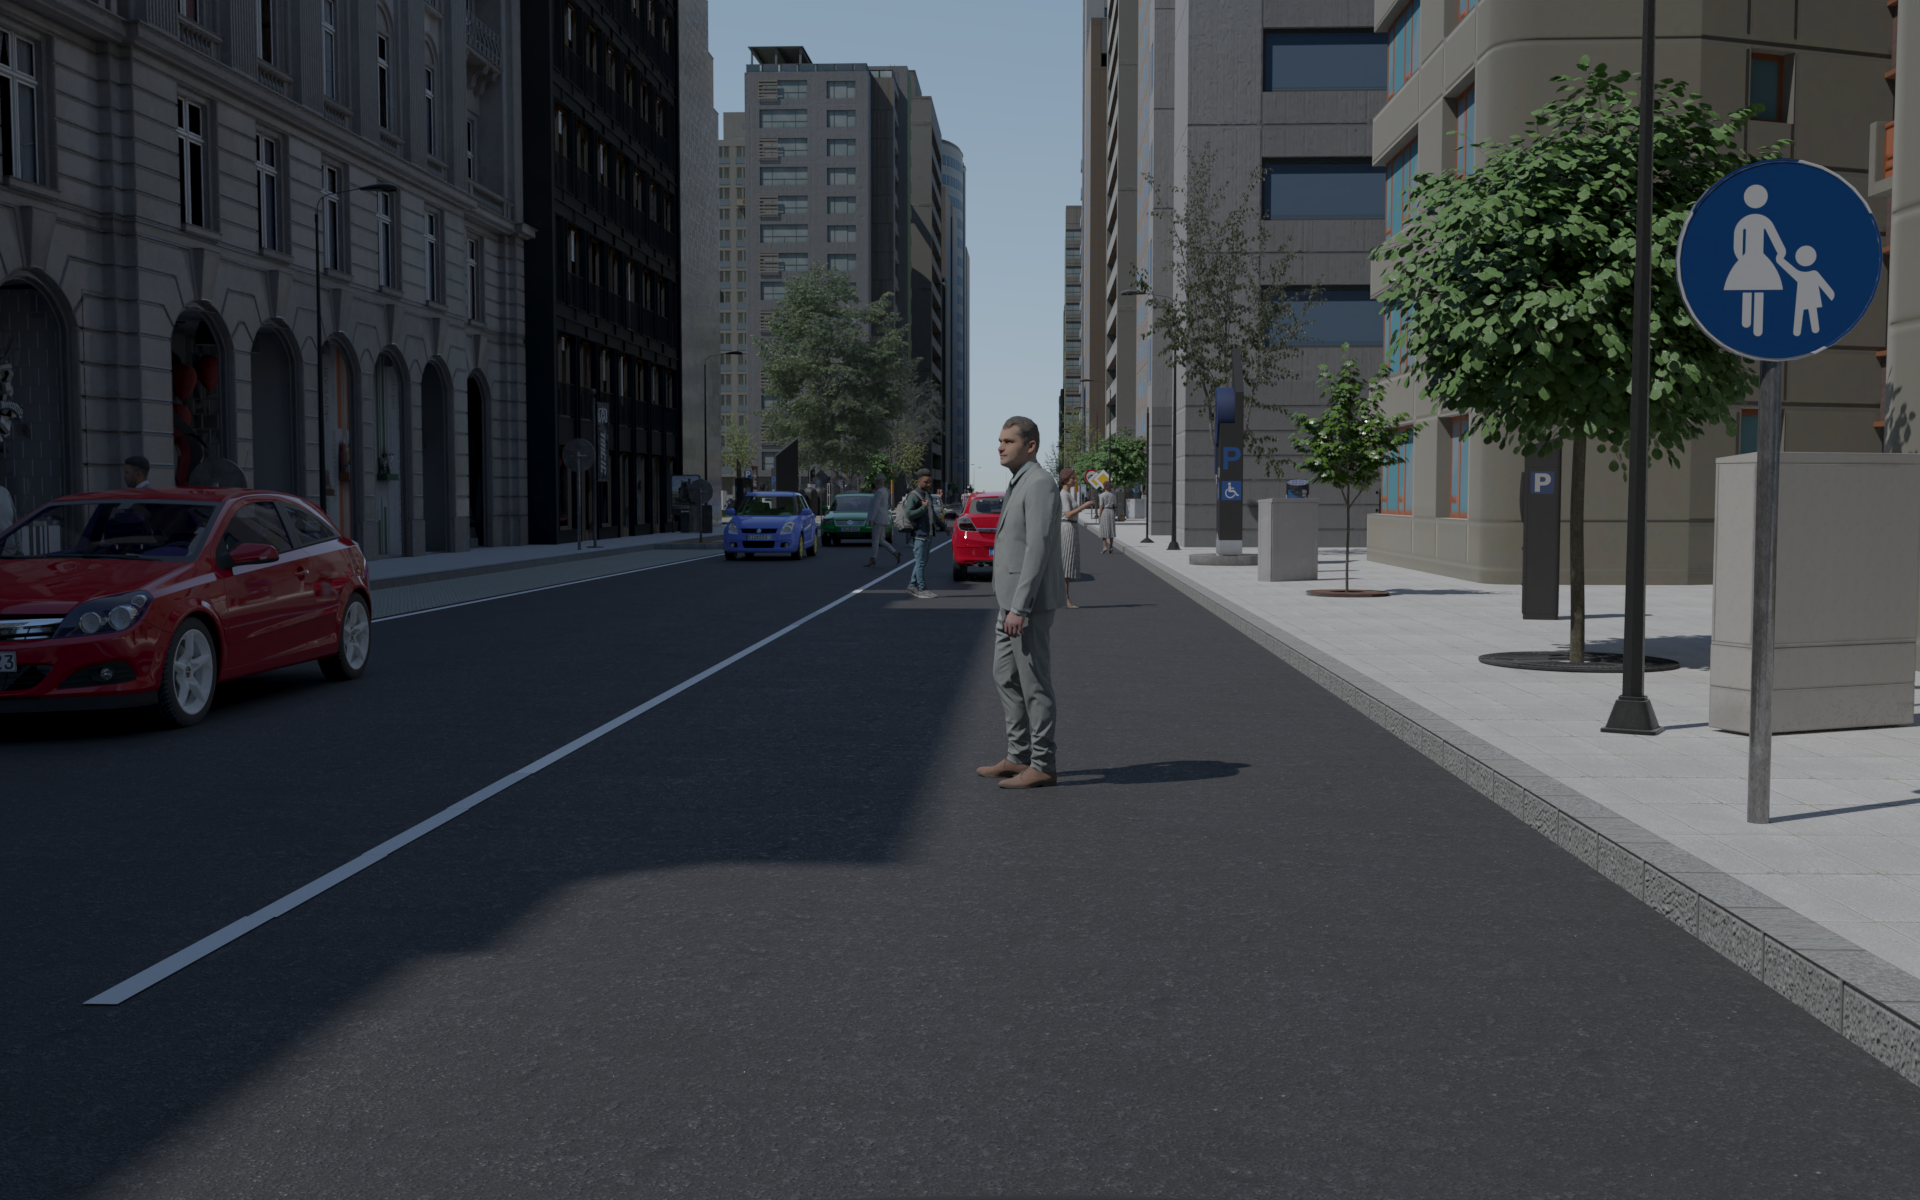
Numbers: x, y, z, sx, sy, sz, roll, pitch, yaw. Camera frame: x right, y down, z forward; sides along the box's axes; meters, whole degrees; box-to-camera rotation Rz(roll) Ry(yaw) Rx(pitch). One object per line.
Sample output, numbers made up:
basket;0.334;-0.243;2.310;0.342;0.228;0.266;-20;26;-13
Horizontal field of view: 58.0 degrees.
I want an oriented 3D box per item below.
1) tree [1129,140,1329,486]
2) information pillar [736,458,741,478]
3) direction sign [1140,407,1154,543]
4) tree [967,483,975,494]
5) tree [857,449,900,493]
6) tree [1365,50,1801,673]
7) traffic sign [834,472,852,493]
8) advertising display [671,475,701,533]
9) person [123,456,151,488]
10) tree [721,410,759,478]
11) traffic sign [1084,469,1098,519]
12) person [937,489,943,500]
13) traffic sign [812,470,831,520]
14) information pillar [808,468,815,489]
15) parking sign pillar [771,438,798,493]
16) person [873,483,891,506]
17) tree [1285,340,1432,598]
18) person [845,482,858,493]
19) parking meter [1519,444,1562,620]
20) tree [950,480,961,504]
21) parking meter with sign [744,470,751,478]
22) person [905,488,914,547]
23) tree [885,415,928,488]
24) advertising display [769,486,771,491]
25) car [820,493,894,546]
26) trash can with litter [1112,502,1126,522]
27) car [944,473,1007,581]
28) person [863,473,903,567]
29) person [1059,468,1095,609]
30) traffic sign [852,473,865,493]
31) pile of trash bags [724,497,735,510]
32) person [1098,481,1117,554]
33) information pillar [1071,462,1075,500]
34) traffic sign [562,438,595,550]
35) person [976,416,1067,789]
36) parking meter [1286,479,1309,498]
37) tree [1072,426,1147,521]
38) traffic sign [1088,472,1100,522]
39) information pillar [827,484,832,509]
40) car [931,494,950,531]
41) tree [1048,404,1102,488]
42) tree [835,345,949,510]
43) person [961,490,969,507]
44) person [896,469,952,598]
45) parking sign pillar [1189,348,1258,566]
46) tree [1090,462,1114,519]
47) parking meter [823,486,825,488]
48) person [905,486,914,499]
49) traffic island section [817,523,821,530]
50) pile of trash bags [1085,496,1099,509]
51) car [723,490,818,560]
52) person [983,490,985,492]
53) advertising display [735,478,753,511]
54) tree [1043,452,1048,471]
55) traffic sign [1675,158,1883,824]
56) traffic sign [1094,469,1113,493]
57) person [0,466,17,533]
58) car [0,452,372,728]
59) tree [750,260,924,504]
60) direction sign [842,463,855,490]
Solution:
tree;5.497;-5.248;36.170;4.360;8.622;3.978;0;3;0
information pillar;-14.544;-7.493;113.860;0.183;3.616;0.504;1;4;21
direction sign;4.922;-3.269;45.448;0.379;3.537;0.876;0;4;7
tree;1.740;-17.986;288.664;1.663;3.219;1.824;0;3;0
tree;-5.854;-8.191;117.633;4.285;4.588;4.351;0;3;0
tree;4.753;-1.789;12.967;4.285;4.588;4.351;0;3;0
traffic sign;-5.326;-4.596;78.780;0.795;2.450;0.064;0;4;2
advertising display;-9.043;-3.177;57.151;0.974;1.923;0.123;0;4;-4
person;-7.677;-0.465;16.369;0.850;1.792;0.678;-2;4;-27
tree;-19.258;-12.250;150.646;4.737;8.622;4.395;0;3;0
traffic sign;6.698;-5.376;88.003;0.768;2.556;0.104;0;4;4
person;-1.703;-8.475;147.042;0.580;1.828;0.573;1;4;16
traffic sign;-5.675;-4.108;70.803;0.795;2.450;0.064;0;4;2
information pillar;-12.494;-9.508;146.815;0.504;3.616;0.183;-2;4;-25
parking sign pillar;-8.414;-5.793;83.195;1.447;3.967;1.447;-3;5;-40
person;-2.556;-2.885;55.851;0.592;1.802;0.473;3;5;44
tree;4.867;-1.675;21.982;1.663;3.219;1.824;0;3;0
person;-3.683;-3.127;59.498;0.514;1.842;0.818;-2;4;-23
parking meter;5.924;-0.734;17.704;0.399;1.863;0.255;1;4;17
tree;-0.935;-14.463;231.064;1.663;3.219;1.824;0;3;0
parking meter with sign;-16.117;-8.083;128.410;0.543;3.016;1.738;-2;4;-35
person;-1.378;-2.244;46.997;0.330;1.601;0.589;0;4;7
tree;-4.611;-12.318;151.753;4.737;8.622;4.395;0;3;0
advertising display;-15.085;-8.222;139.636;0.123;1.923;0.974;2;4;31
car;-2.898;-2.473;49.232;1.959;1.807;4.718;0;4;2
trash can with litter;7.146;-4.205;80.135;1.055;1.170;0.624;-2;4;-29
car;0.783;-1.285;30.056;2.155;1.783;4.494;0;4;1
person;-1.524;-1.583;34.265;0.818;1.842;0.514;-1;4;-10
person;1.441;-0.773;21.710;0.524;1.755;0.480;0;4;6
traffic sign;-5.997;-6.245;102.207;0.768;2.556;0.104;0;4;5
pile of trash bags;-11.494;-5.266;95.846;3.447;1.369;1.912;0;4;4
person;3.536;-2.002;41.796;0.480;1.755;0.524;-1;4;-22
information pillar;8.159;-8.189;125.251;0.183;3.616;0.504;-2;4;-24
traffic sign;-8.735;-2.420;39.668;0.768;2.556;0.104;0;4;3
person;0.330;0.005;8.511;0.391;1.810;0.635;-1;4;-11
parking meter;5.548;-1.228;28.486;0.372;1.533;0.369;0;3;0
tree;7.968;-6.133;83.983;4.285;4.588;4.351;0;3;0
traffic sign;6.156;-4.564;78.260;0.795;2.450;0.064;0;4;2
information pillar;-9.042;-7.111;120.760;0.304;2.012;0.304;-2;4;-34
car;-1.387;-3.527;67.885;2.015;1.641;3.980;0;4;1
tree;9.837;-11.671;141.177;4.737;8.622;4.395;0;3;0
tree;-5.479;-13.976;138.880;12.009;13.543;11.850;0;3;0
person;0.360;-6.204;110.771;0.563;1.720;0.643;0;4;7
person;-0.521;-0.921;23.910;0.721;1.781;0.623;1;4;15
parking sign pillar;4.899;-2.629;31.453;1.447;3.967;1.447;0;4;6
tree;7.421;-5.803;89.473;1.663;3.219;1.824;0;3;0
parking meter;-8.879;-6.467;111.439;0.399;1.863;0.255;0;4;2
person;-2.541;-4.949;89.264;0.661;1.843;0.795;-2;4;-31
traffic island section;-5.699;-2.972;70.865;2.009;0.180;2.903;0;4;2
pile of trash bags;10.601;-8.498;148.694;1.912;1.369;3.447;-1;4;-21
car;-4.216;-1.785;38.772;1.945;1.707;3.694;0;4;3
person;2.449;-10.447;179.322;0.705;1.822;1.348;2;4;29
advertising display;-8.589;-3.896;68.905;0.974;1.923;0.123;3;5;42
tree;13.500;-17.569;237.614;4.737;8.622;4.395;0;3;0
traffic sign;3.119;-0.403;6.689;0.768;2.556;0.104;0;4;3
traffic sign;5.807;-4.076;70.282;0.795;2.450;0.064;0;4;2
person;-7.631;-0.274;13.459;0.515;1.767;0.782;1;4;12
car;-5.581;-0.180;11.978;2.155;1.783;4.494;0;4;1
tree;-6.765;-11.464;94.097;9.857;13.997;8.962;0;3;0
direction sign;-6.542;-6.772;102.712;0.876;3.537;0.379;-1;4;-12
